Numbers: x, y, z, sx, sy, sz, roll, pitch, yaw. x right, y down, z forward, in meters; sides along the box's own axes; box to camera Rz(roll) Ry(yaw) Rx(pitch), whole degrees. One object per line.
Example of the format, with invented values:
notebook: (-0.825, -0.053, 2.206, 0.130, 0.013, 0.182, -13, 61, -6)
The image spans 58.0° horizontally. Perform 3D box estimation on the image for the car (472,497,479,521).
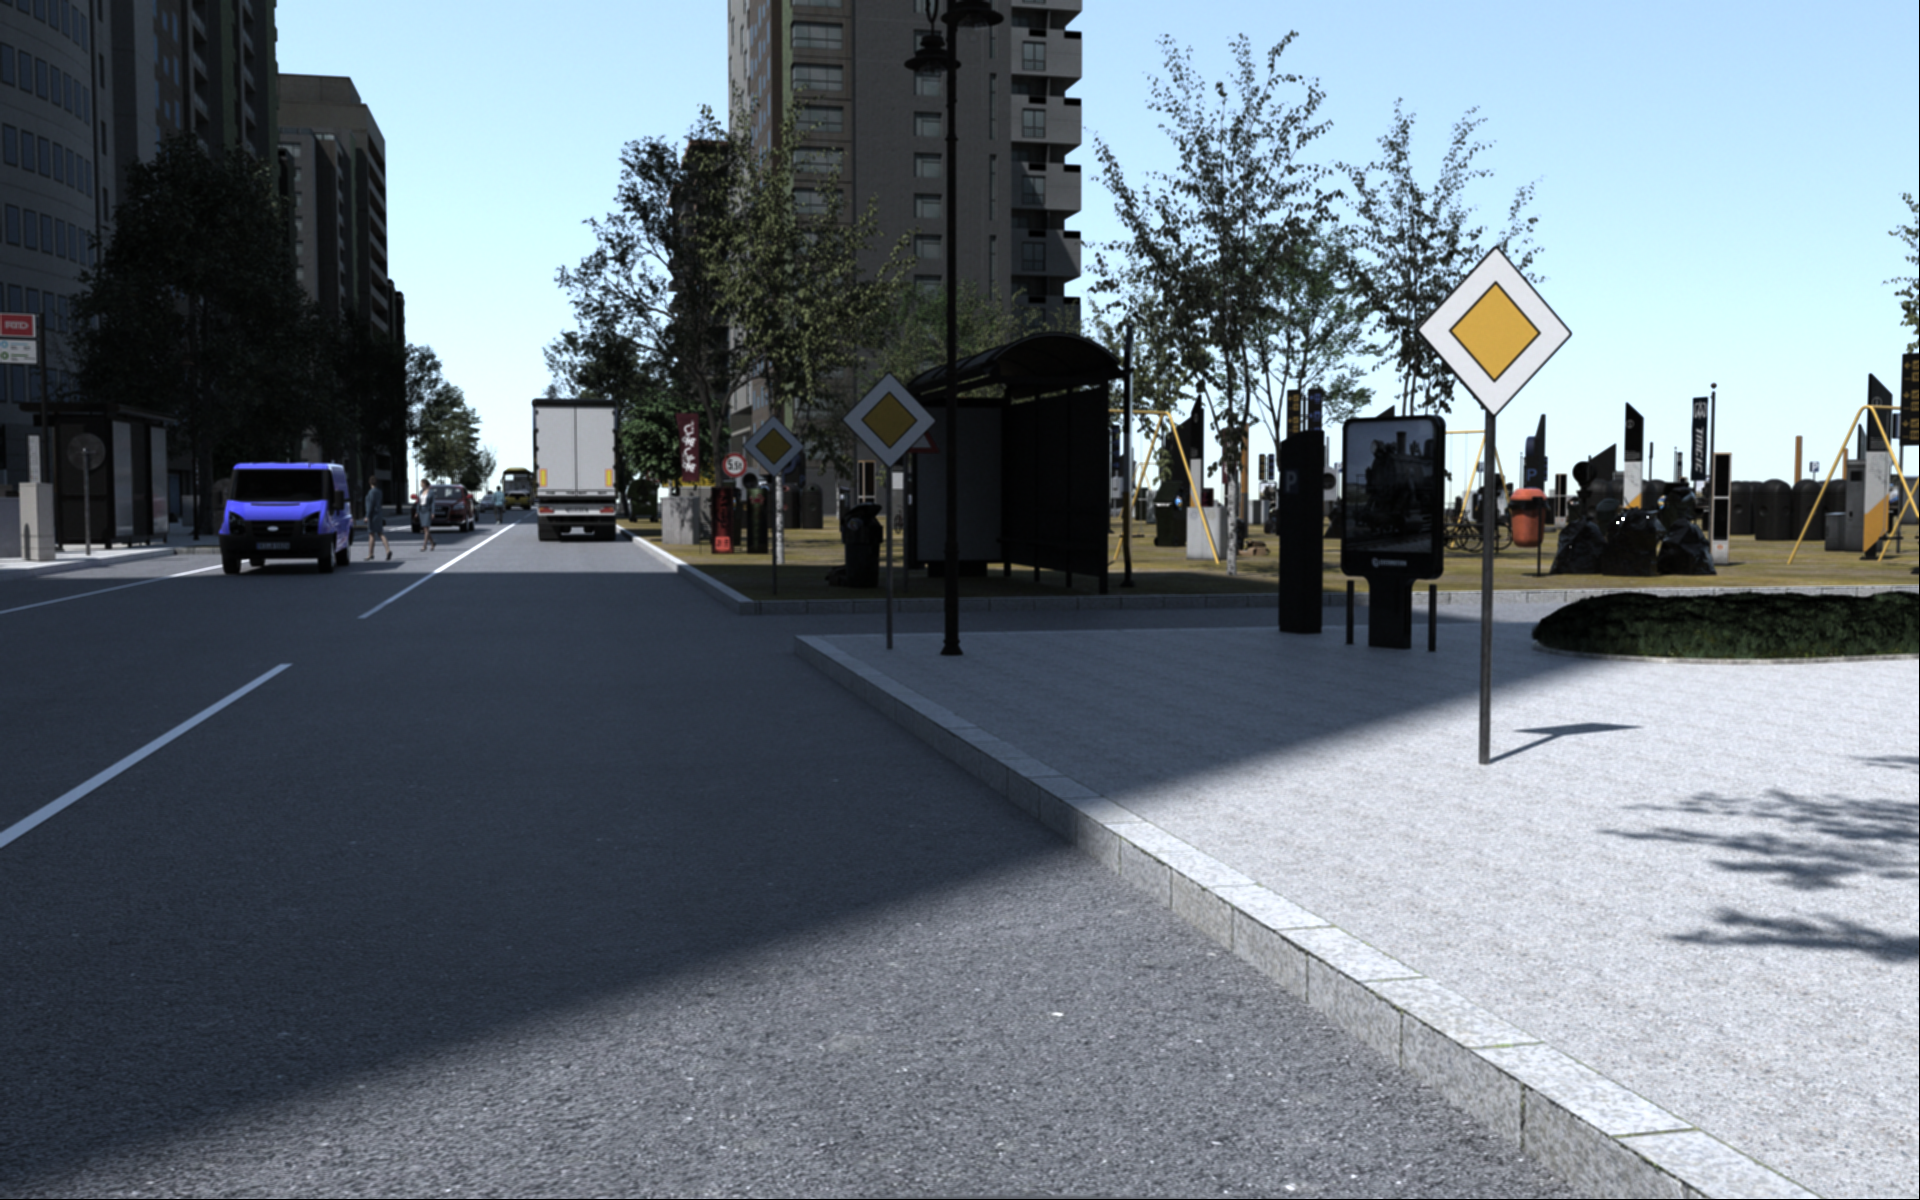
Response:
car: (-26.006, -4.908, 90.026, 2.009, 1.686, 4.222, -1, 4, -12)

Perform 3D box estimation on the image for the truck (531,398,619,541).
truck: (-12.455, -4.125, 56.357, 2.839, 4.237, 11.283, -1, 4, -12)

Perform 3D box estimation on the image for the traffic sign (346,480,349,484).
traffic sign: (-32.124, -5.487, 89.714, 0.884, 2.594, 0.081, 0, 4, -7)

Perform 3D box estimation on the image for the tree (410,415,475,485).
tree: (-48.237, -12.792, 159.517, 4.737, 8.622, 4.395, 0, 3, 0)

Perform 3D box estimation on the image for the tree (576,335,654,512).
tree: (-24.559, -12.592, 124.009, 7.486, 12.596, 7.792, 0, 3, 0)

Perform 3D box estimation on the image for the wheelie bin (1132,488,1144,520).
wheelie bin: (8.811, -4.674, 84.332, 0.980, 1.594, 0.693, 0, 4, -6)

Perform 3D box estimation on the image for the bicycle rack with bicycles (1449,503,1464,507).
bicycle rack with bicycles: (21.719, -3.706, 73.969, 2.852, 0.926, 2.925, 2, 4, 35)

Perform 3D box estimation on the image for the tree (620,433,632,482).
tree: (-42.950, -17.557, 204.071, 9.611, 12.733, 9.660, 0, 3, 0)

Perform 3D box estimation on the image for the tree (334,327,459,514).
tree: (-35.696, -11.229, 109.350, 9.928, 11.665, 9.643, 0, 3, 0)

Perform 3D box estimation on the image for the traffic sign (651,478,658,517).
traffic sign: (-14.547, -5.032, 82.386, 0.768, 2.556, 0.104, 0, 4, -8)

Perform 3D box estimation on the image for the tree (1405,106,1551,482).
tree: (8.902, -5.053, 32.975, 4.360, 8.622, 3.978, 0, 3, 0)

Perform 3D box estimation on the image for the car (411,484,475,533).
car: (-19.704, -3.513, 66.116, 2.281, 1.827, 5.304, -1, 4, -12)

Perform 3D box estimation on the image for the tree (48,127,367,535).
tree: (-23.713, -8.408, 54.482, 9.611, 12.733, 9.660, 0, 3, 0)

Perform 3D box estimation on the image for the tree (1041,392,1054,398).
tree: (5.449, -7.378, 70.994, 4.360, 8.622, 3.978, 0, 3, 0)

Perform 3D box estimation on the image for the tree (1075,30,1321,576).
tree: (4.045, -4.687, 26.994, 4.360, 8.622, 3.978, 0, 3, 0)

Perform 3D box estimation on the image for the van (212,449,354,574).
van: (-12.762, -1.748, 32.962, 2.240, 2.365, 5.245, -1, 4, -15)

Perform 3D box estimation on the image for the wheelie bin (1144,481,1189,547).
wheelie bin: (5.152, -2.103, 42.298, 0.693, 1.594, 0.980, -3, 5, -41)

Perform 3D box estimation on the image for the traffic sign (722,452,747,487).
traffic sign: (-6.904, -3.241, 53.102, 0.768, 2.556, 0.104, -1, 4, -12)

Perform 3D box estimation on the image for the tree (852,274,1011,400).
tree: (-1.301, -9.566, 82.157, 9.928, 11.665, 9.643, 0, 3, 0)

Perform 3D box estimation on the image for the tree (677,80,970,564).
tree: (-3.097, -4.954, 31.355, 4.737, 8.622, 4.395, 0, 3, 0)

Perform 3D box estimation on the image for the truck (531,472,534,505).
truck: (-56.401, -14.383, 224.068, 2.839, 4.237, 11.283, -1, 4, -12)

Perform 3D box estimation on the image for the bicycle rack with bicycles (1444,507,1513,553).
bicycle rack with bicycles: (10.985, -1.570, 39.051, 2.925, 0.926, 2.852, 1, 4, 16)

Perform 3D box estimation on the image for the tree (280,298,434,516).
tree: (-29.397, -9.020, 81.896, 7.601, 10.594, 8.767, 0, 4, -3)

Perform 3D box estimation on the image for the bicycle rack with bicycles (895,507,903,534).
bicycle rack with bicycles: (-0.683, -2.531, 54.767, 2.852, 0.926, 2.925, -1, 4, -14)

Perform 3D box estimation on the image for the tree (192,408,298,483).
tree: (-25.969, -4.863, 63.220, 4.285, 4.588, 4.351, 0, 3, 0)

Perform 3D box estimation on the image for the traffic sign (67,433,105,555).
traffic sign: (-18.280, -2.210, 36.246, 0.768, 2.556, 0.104, 0, 4, -6)

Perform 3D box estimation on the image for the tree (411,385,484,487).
tree: (-53.284, -16.037, 180.324, 7.486, 12.596, 7.792, 0, 3, 0)

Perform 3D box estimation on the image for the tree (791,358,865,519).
tree: (-6.327, -8.429, 88.183, 4.360, 8.622, 3.978, 0, 3, 0)

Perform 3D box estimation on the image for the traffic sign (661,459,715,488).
traffic sign: (-10.896, -4.648, 69.866, 2.265, 3.308, 0.079, 0, 4, -5)

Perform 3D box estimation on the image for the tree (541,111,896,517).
tree: (-5.729, -6.560, 41.661, 8.767, 10.594, 7.601, 0, 4, -4)

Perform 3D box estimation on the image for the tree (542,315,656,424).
tree: (-35.910, -19.817, 179.897, 12.611, 20.169, 13.585, 0, 3, 0)

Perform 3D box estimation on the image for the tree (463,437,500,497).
tree: (-61.204, -16.388, 218.307, 4.360, 8.622, 3.978, 0, 3, 0)

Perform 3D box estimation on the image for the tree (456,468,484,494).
tree: (-58.904, -13.744, 208.435, 4.285, 4.588, 4.351, 0, 3, 0)

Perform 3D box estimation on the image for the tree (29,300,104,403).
tree: (-31.496, -6.901, 63.190, 4.360, 8.622, 3.978, 0, 3, 0)

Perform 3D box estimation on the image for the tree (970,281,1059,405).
tree: (1.012, -6.648, 59.061, 4.737, 8.622, 4.395, 0, 3, 0)

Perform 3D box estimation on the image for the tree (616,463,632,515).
tree: (-20.751, -6.795, 105.707, 1.663, 3.219, 1.824, 0, 3, 0)

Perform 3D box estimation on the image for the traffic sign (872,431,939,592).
traffic sign: (-0.708, -1.380, 22.568, 0.884, 2.594, 0.081, -1, 4, -11)

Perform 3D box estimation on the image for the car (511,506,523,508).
car: (-46.183, -10.389, 179.639, 2.009, 1.686, 4.222, -1, 4, -11)

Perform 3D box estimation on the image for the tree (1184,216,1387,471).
tree: (12.316, -8.576, 65.965, 9.928, 11.665, 9.643, 0, 3, 0)

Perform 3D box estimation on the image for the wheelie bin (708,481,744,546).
wheelie bin: (-5.782, -2.137, 42.852, 0.980, 1.594, 0.693, 3, 5, 39)

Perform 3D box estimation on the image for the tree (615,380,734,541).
tree: (-7.849, -3.917, 47.752, 4.285, 4.588, 4.351, 0, 3, 0)

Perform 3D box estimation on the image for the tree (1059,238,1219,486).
tree: (5.586, -6.039, 49.100, 4.737, 8.622, 4.395, 0, 3, 0)

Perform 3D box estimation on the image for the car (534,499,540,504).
car: (-57.601, -13.565, 234.142, 2.083, 1.381, 4.827, -1, 4, -13)

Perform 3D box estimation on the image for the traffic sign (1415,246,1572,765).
traffic sign: (2.490, -0.427, 8.161, 0.795, 2.450, 0.064, -1, 4, -12)

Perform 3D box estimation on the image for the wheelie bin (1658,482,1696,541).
wheelie bin: (19.296, -2.363, 46.543, 0.980, 1.594, 0.693, 0, 4, -4)

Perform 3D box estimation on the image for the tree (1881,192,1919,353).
tree: (22.937, -5.425, 39.064, 4.737, 8.622, 4.395, 0, 3, 0)

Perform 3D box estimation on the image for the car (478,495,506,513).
car: (-36.585, -7.533, 135.528, 2.083, 1.381, 4.827, -1, 4, -12)

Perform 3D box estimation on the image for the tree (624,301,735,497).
tree: (-10.949, -7.078, 66.081, 4.360, 8.622, 3.978, 0, 3, 0)
